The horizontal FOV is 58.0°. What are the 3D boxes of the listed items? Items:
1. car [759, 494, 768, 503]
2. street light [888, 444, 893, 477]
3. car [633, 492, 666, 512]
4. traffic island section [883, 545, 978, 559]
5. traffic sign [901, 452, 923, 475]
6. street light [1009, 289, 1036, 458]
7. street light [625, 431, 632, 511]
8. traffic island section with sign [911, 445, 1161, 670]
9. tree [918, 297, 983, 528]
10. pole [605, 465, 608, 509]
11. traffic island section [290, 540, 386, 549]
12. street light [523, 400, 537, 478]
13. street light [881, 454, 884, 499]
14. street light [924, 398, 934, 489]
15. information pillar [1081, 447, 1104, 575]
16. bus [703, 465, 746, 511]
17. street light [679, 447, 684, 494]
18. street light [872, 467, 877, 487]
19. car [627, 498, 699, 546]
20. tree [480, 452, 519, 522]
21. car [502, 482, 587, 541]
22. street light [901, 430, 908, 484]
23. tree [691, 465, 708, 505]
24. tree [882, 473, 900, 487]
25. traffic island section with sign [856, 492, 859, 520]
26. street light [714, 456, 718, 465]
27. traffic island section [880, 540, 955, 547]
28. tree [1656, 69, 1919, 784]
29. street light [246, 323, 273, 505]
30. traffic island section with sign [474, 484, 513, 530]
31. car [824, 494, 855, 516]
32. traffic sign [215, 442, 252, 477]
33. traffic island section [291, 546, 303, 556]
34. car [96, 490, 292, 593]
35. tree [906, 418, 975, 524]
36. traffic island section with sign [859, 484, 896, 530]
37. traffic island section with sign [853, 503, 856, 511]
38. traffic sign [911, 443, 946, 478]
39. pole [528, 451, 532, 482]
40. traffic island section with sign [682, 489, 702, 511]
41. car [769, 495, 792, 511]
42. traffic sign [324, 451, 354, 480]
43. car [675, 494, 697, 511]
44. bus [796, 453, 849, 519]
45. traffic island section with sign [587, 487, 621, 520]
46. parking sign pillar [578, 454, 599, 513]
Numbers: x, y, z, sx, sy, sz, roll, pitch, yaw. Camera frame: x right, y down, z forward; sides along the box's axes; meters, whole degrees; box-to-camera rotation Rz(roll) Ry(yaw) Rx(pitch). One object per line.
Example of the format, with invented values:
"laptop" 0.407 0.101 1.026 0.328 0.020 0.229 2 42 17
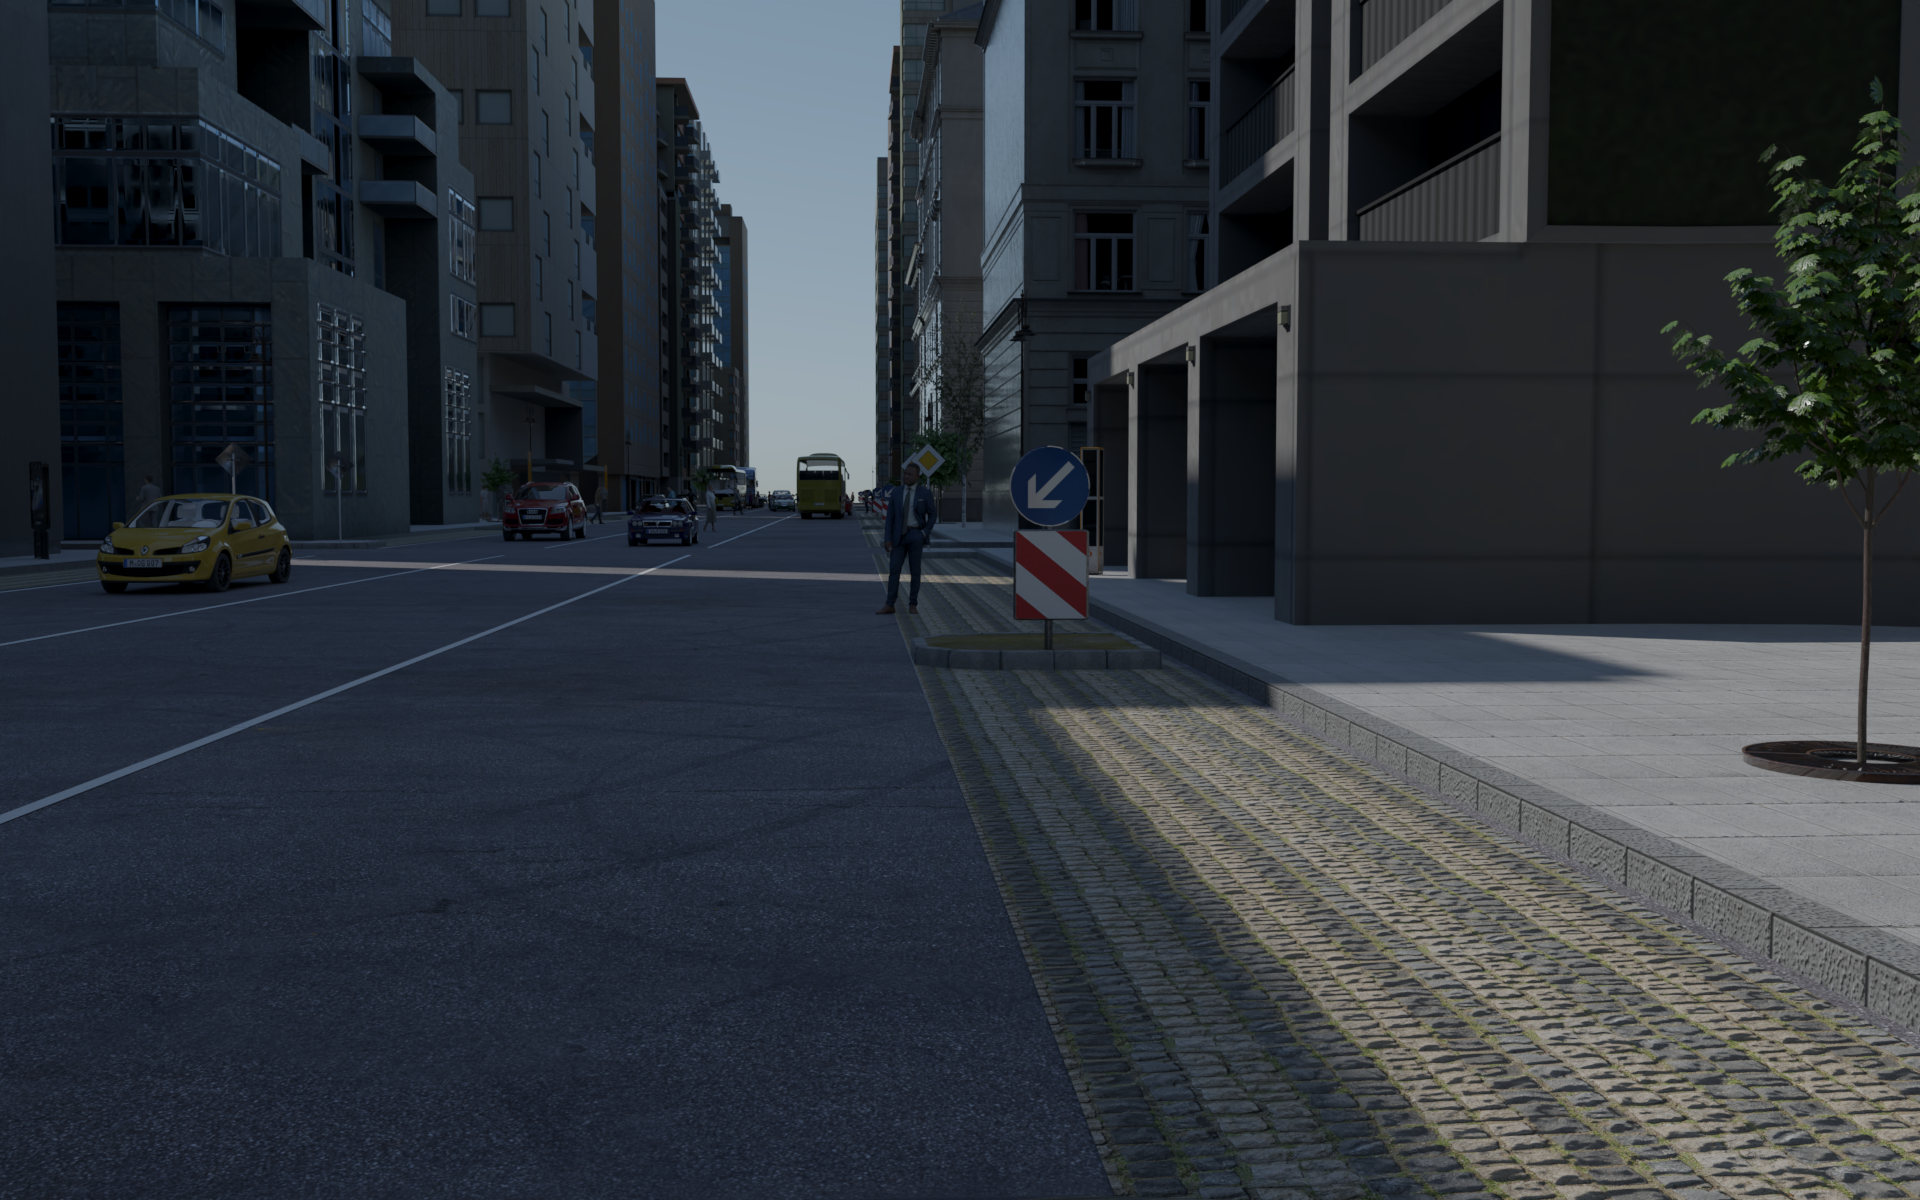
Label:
"car" -30.715 -15.839 268.758 2.009 1.686 4.222 0 4 -4
"street light" -6.403 -11.449 159.985 0.468 5.910 1.993 0 4 -4
"car" -17.192 -5.323 96.823 2.009 1.686 4.222 0 4 -5
"traffic island section" -0.681 -1.060 39.618 2.009 0.180 2.903 0 4 -4
"traffic sign" -1.214 -2.771 47.502 0.795 2.593 0.064 0 4 -4
"street light" 1.407 -4.066 39.272 0.468 5.910 1.993 0 4 -4
"street light" -23.699 -9.238 123.832 0.468 5.910 1.993 0 4 -4
"traffic island section with sign" 0.583 -0.386 14.943 1.989 1.847 2.006 0 4 -4
"tree" 0.369 -7.068 65.926 4.360 8.622 3.978 0 3 0
"pole" -24.894 -7.832 121.888 0.158 3.312 0.155 0 3 0
"traffic island section" -16.701 -1.487 46.601 2.009 0.180 2.903 0 4 -4
"street light" -21.152 -6.884 85.346 0.468 5.910 1.993 0 4 -4
"street light" -8.884 -13.814 198.643 0.468 5.910 1.993 0 4 -4
"street light" -1.507 -6.769 83.454 0.468 5.910 1.993 0 4 -4
"information pillar" 2.094 -1.403 27.424 0.304 2.012 0.304 1 4 20
"bus" -20.203 -9.673 149.703 2.896 3.916 12.252 0 4 -3
"street light" -26.129 -11.592 162.308 0.468 5.910 1.993 0 4 -4
"street light" -14.159 -18.876 281.405 0.468 5.910 1.993 0 4 -4
"car" -8.348 -2.218 48.838 1.945 1.354 3.894 0 4 -4
"tree" -21.274 -5.191 79.473 1.663 3.219 1.824 0 3 0
"car" -13.013 -2.801 54.465 2.281 1.827 5.304 0 4 -4
"street light" -3.934 -9.127 122.010 0.468 5.910 1.993 0 4 -4
"tree" -29.064 -13.103 197.947 4.285 4.588 4.351 0 3 0
"tree" -6.089 -9.713 153.410 1.663 3.219 1.824 0 3 0
"traffic island section with sign" -4.713 -5.425 97.319 1.989 1.847 2.006 0 4 -4
"street light" -29.024 -14.266 206.034 0.468 5.910 1.993 0 4 -4
"traffic island section" -1.191 -1.548 47.586 2.009 0.180 2.903 0 4 -4
"tree" 4.111 -0.824 8.069 1.663 3.219 1.824 0 3 0
"street light" -18.783 -4.531 46.867 0.468 5.910 1.993 0 4 -4
"traffic island section with sign" -18.147 -3.689 68.945 1.989 1.847 2.006 0 4 -4
"car" -8.133 -6.529 115.786 2.155 1.783 4.494 0 4 -2
"traffic sign" -16.168 -2.225 38.567 0.795 2.593 0.064 0 4 -4
"traffic island section" -16.191 -1.000 38.632 2.009 0.180 2.903 0 4 -4
"car" -11.616 -0.988 26.379 2.015 1.641 3.980 0 4 -2
"tree" -0.898 -5.592 75.146 4.285 4.588 4.351 0 3 0
"traffic island section with sign" -2.986 -3.774 70.337 1.989 1.847 2.006 0 4 -4
"traffic island section with sign" -7.908 -8.479 147.265 1.989 1.847 2.006 0 4 -4
"traffic sign" -0.704 -2.284 39.533 0.795 2.593 0.064 0 4 -4
"pole" -20.469 -5.418 82.435 0.158 3.312 0.155 0 3 0
"traffic island section with sign" -23.091 -8.405 146.046 1.989 1.847 2.006 0 4 -4
"car" -15.306 -8.323 148.084 2.014 1.417 4.499 0 4 -4
"traffic sign" -16.678 -2.712 46.535 0.795 2.593 0.064 0 4 -4
"car" -22.651 -8.107 142.336 2.009 1.686 4.222 0 4 -3
"bus" -8.151 -6.818 103.016 2.896 3.916 12.252 0 4 -2
"traffic island section with sign" -19.871 -5.349 96.089 1.989 1.847 2.006 0 4 -4
"parking sign pillar" -25.295 -7.921 117.986 1.447 3.967 1.447 0 4 -1
